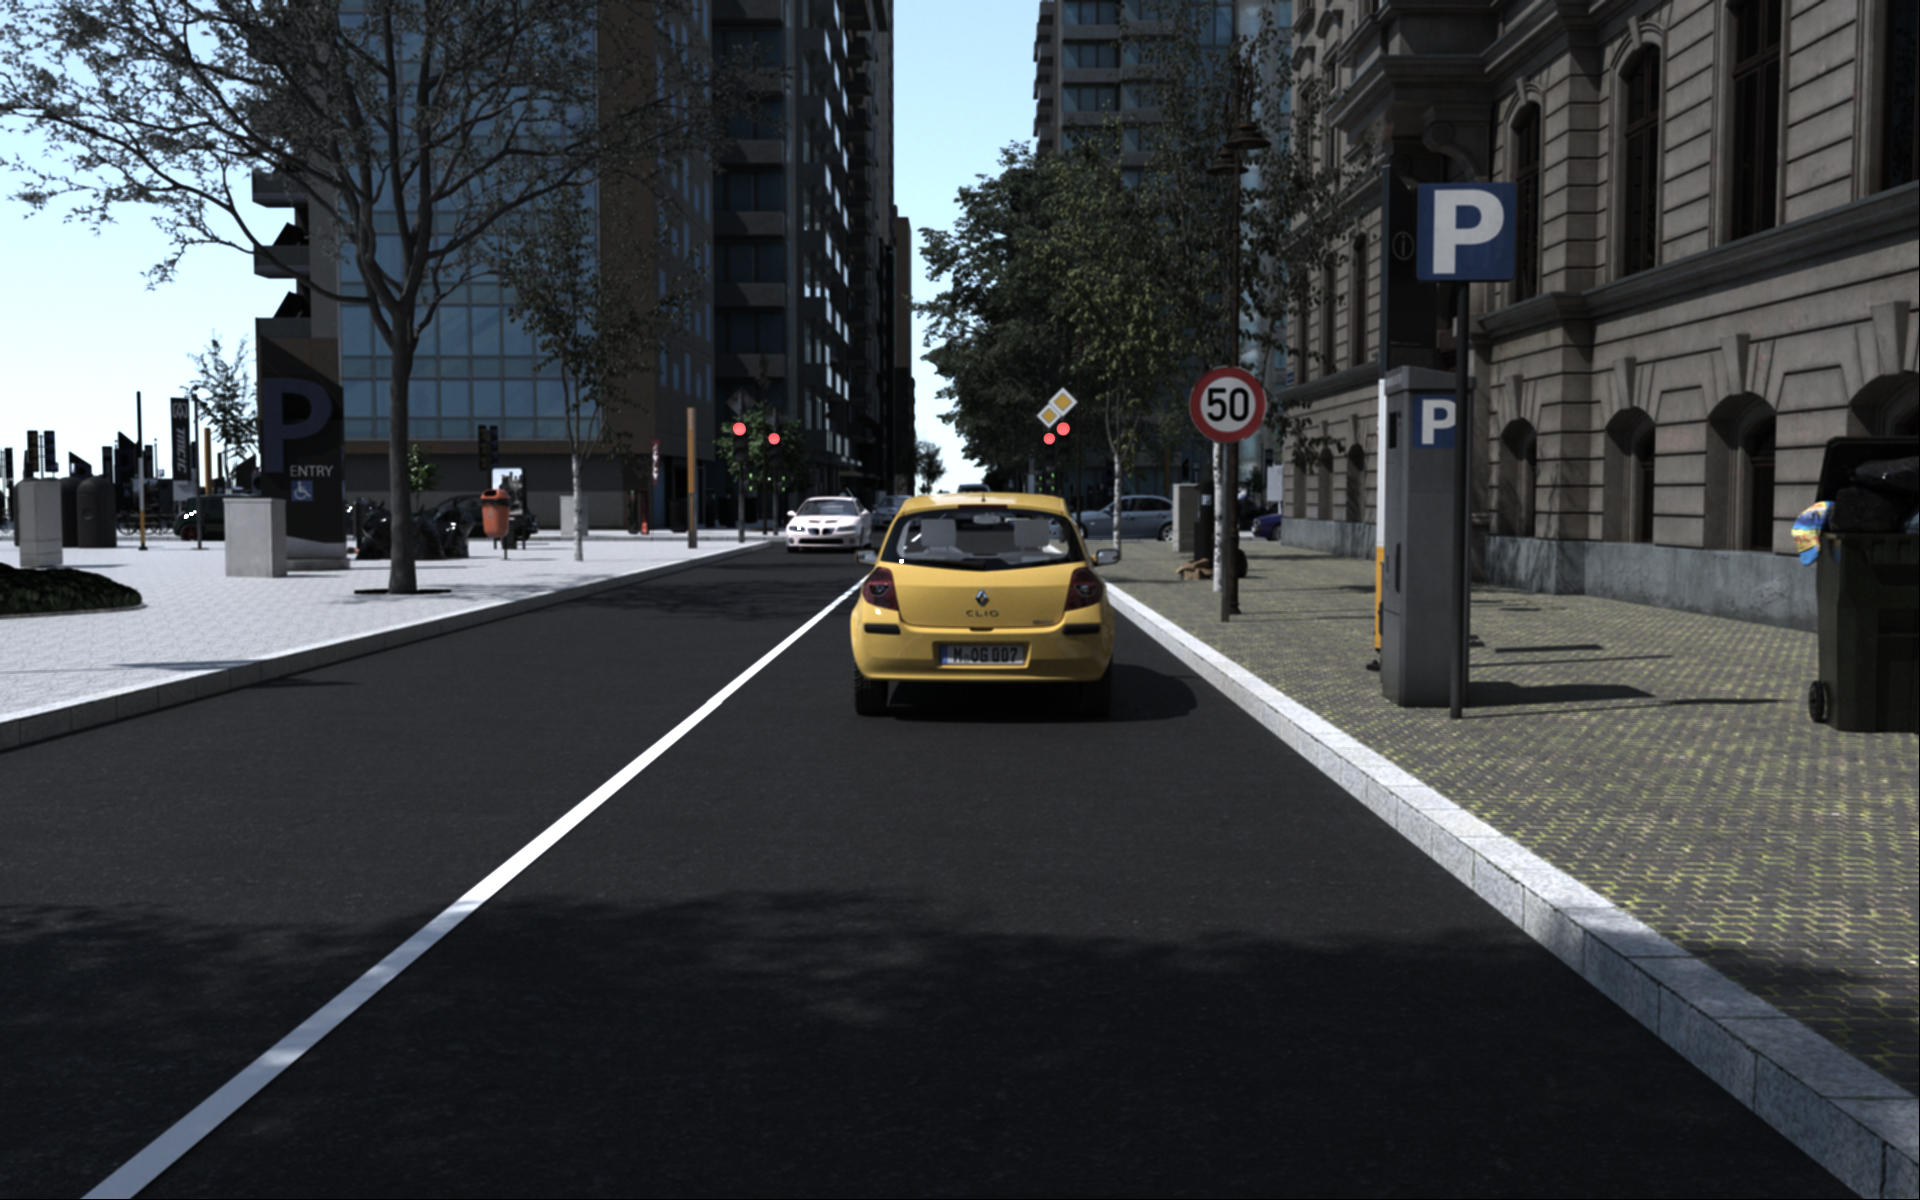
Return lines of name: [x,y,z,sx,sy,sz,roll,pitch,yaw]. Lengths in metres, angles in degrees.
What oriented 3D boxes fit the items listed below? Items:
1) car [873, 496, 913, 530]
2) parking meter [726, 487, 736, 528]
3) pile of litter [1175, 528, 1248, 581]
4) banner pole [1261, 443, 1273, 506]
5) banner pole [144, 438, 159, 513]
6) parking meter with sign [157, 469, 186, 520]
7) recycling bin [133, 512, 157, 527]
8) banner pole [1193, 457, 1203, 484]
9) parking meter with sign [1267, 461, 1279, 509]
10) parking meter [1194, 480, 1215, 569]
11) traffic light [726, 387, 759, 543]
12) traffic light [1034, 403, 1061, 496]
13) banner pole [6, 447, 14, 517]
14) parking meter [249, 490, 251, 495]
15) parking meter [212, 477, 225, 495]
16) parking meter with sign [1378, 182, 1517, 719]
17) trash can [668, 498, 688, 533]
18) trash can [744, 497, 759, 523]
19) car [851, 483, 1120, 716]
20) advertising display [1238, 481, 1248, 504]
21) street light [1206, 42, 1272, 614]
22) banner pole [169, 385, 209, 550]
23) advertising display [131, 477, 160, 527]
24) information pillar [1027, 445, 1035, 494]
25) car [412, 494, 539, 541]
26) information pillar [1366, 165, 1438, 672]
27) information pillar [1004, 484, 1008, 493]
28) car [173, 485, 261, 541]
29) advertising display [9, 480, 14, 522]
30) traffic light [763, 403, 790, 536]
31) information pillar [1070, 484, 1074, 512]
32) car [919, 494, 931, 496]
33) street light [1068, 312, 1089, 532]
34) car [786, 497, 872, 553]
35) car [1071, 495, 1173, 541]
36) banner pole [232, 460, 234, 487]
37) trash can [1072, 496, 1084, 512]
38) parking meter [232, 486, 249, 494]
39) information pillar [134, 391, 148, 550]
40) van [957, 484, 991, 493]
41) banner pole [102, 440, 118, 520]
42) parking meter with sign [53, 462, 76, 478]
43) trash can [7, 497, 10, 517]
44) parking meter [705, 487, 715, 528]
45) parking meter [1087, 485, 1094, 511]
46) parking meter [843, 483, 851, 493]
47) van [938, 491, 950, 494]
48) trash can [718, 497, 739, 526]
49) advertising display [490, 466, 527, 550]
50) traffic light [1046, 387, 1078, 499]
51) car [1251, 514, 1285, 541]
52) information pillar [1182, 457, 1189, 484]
car: [-2.523,-3.605,71.298,2.083,1.381,4.827,0,4,1]
parking meter: [-8.752,-3.531,66.147,0.372,1.533,0.369,0,3,0]
pile of litter: [3.799,-0.764,26.459,1.176,0.858,1.719,3,5,39]
banner pole: [15.005,-5.805,84.935,0.401,3.779,0.863,-3,5,-43]
banner pole: [-36.147,-5.353,77.531,0.401,3.779,0.863,1,4,23]
parking meter with sign: [-39.162,-5.459,85.512,1.738,3.016,0.543,0,4,-7]
recycling bin: [-32.095,-3.404,68.202,0.722,1.027,0.722,-3,4,-36]
banner pole: [15.942,-7.696,115.847,0.863,3.779,0.401,-1,4,-16]
parking meter with sign: [16.785,-5.914,92.961,0.543,3.016,1.738,1,4,21]
parking meter: [4.079,-1.245,28.772,0.372,1.533,0.369,0,3,0]
traffic light: [-5.736,-3.462,45.528,0.839,4.253,0.868,0,4,0]
traffic light: [2.724,-3.948,53.478,0.839,4.253,0.868,0,4,0]
banner pole: [-50.849,-6.282,92.728,0.863,3.779,0.401,2,4,30]
parking meter: [-39.001,-5.288,94.867,0.372,1.533,0.369,0,3,0]
parking meter: [-24.763,-3.188,57.831,0.255,1.863,0.399,3,5,42]
parking meter with sign: [2.896,-0.879,10.635,0.543,3.016,1.738,0,4,4]
trash can: [-9.327,-2.809,57.580,0.748,1.137,0.748,0,3,0]
trash can: [-9.194,-3.931,75.931,0.748,1.137,0.748,0,3,0]
car: [0.191,-0.149,12.653,2.015,1.641,3.980,0,4,2]
advertising display: [14.141,-5.045,87.703,0.974,1.923,0.123,3,4,38]
street light: [2.920,-2.787,18.354,0.468,5.910,1.993,0,4,0]
banner pole: [-17.695,-3.039,39.712,0.401,3.779,0.863,2,4,34]
advertising display: [-31.485,-3.776,66.959,0.974,1.923,0.123,-2,4,-34]
information pillar: [3.008,-5.020,73.435,0.183,3.616,0.504,2,4,35]
car: [-14.446,-2.495,50.575,4.222,1.686,2.009,0,4,2]
information pillar: [3.229,-1.297,12.559,0.504,3.616,0.183,-2,4,-28]
information pillar: [3.185,-7.096,120.509,0.304,2.012,0.304,0,4,5]
car: [-19.960,-2.390,48.863,4.222,1.686,2.009,0,4,-1]
advertising display: [-44.249,-4.622,80.787,0.123,1.923,0.974,-2,4,-25]
traffic light: [-5.687,-3.951,53.513,0.839,4.253,0.868,0,4,0]
information pillar: [8.064,-7.363,124.882,0.304,2.012,0.304,1,4,8]
car: [-2.325,-6.862,124.197,2.014,1.417,4.499,0,4,2]
street light: [3.036,-4.368,44.208,0.468,5.910,1.993,0,4,0]
car: [-3.264,-1.925,43.842,2.083,1.381,4.827,0,4,2]
car: [4.741,-2.308,49.742,4.499,1.417,2.014,0,4,1]
banner pole: [-53.564,-8.418,127.659,0.401,3.779,0.863,-1,4,-19]
trash can: [7.062,-5.615,103.453,0.748,1.137,0.748,0,3,0]
parking meter: [-23.738,-2.970,56.979,0.372,1.533,0.369,0,3,0]
information pillar: [-18.747,-2.953,39.644,0.183,3.616,0.504,-2,4,-24]
van: [0.617,-4.012,72.605,2.013,2.044,4.112,0,4,2]
banner pole: [-39.015,-5.483,79.671,0.401,3.779,0.863,3,5,43]
parking meter with sign: [-49.037,-6.021,94.708,1.738,3.016,0.543,2,4,30]
trash can: [-53.068,-5.227,97.120,0.748,1.137,0.748,0,3,0]
parking meter: [-9.550,-3.535,66.213,0.372,1.533,0.369,0,3,0]
parking meter: [8.751,-6.767,116.351,0.399,1.863,0.255,-1,4,-19]
parking meter: [-5.951,-5.221,91.070,0.399,1.863,0.255,1,4,22]
van: [-1.846,-12.027,203.656,2.013,2.044,4.112,0,4,-1]
trash can: [-9.534,-3.605,70.591,0.748,1.137,0.748,0,3,0]
advertising display: [-10.443,-2.133,40.089,0.974,1.923,0.123,2,4,26]
traffic light: [2.675,-3.460,45.493,0.839,4.253,0.868,0,4,0]
car: [10.277,-2.240,49.209,3.894,1.354,1.945,0,4,2]
information pillar: [14.251,-7.211,109.262,0.504,3.616,0.183,3,4,37]
